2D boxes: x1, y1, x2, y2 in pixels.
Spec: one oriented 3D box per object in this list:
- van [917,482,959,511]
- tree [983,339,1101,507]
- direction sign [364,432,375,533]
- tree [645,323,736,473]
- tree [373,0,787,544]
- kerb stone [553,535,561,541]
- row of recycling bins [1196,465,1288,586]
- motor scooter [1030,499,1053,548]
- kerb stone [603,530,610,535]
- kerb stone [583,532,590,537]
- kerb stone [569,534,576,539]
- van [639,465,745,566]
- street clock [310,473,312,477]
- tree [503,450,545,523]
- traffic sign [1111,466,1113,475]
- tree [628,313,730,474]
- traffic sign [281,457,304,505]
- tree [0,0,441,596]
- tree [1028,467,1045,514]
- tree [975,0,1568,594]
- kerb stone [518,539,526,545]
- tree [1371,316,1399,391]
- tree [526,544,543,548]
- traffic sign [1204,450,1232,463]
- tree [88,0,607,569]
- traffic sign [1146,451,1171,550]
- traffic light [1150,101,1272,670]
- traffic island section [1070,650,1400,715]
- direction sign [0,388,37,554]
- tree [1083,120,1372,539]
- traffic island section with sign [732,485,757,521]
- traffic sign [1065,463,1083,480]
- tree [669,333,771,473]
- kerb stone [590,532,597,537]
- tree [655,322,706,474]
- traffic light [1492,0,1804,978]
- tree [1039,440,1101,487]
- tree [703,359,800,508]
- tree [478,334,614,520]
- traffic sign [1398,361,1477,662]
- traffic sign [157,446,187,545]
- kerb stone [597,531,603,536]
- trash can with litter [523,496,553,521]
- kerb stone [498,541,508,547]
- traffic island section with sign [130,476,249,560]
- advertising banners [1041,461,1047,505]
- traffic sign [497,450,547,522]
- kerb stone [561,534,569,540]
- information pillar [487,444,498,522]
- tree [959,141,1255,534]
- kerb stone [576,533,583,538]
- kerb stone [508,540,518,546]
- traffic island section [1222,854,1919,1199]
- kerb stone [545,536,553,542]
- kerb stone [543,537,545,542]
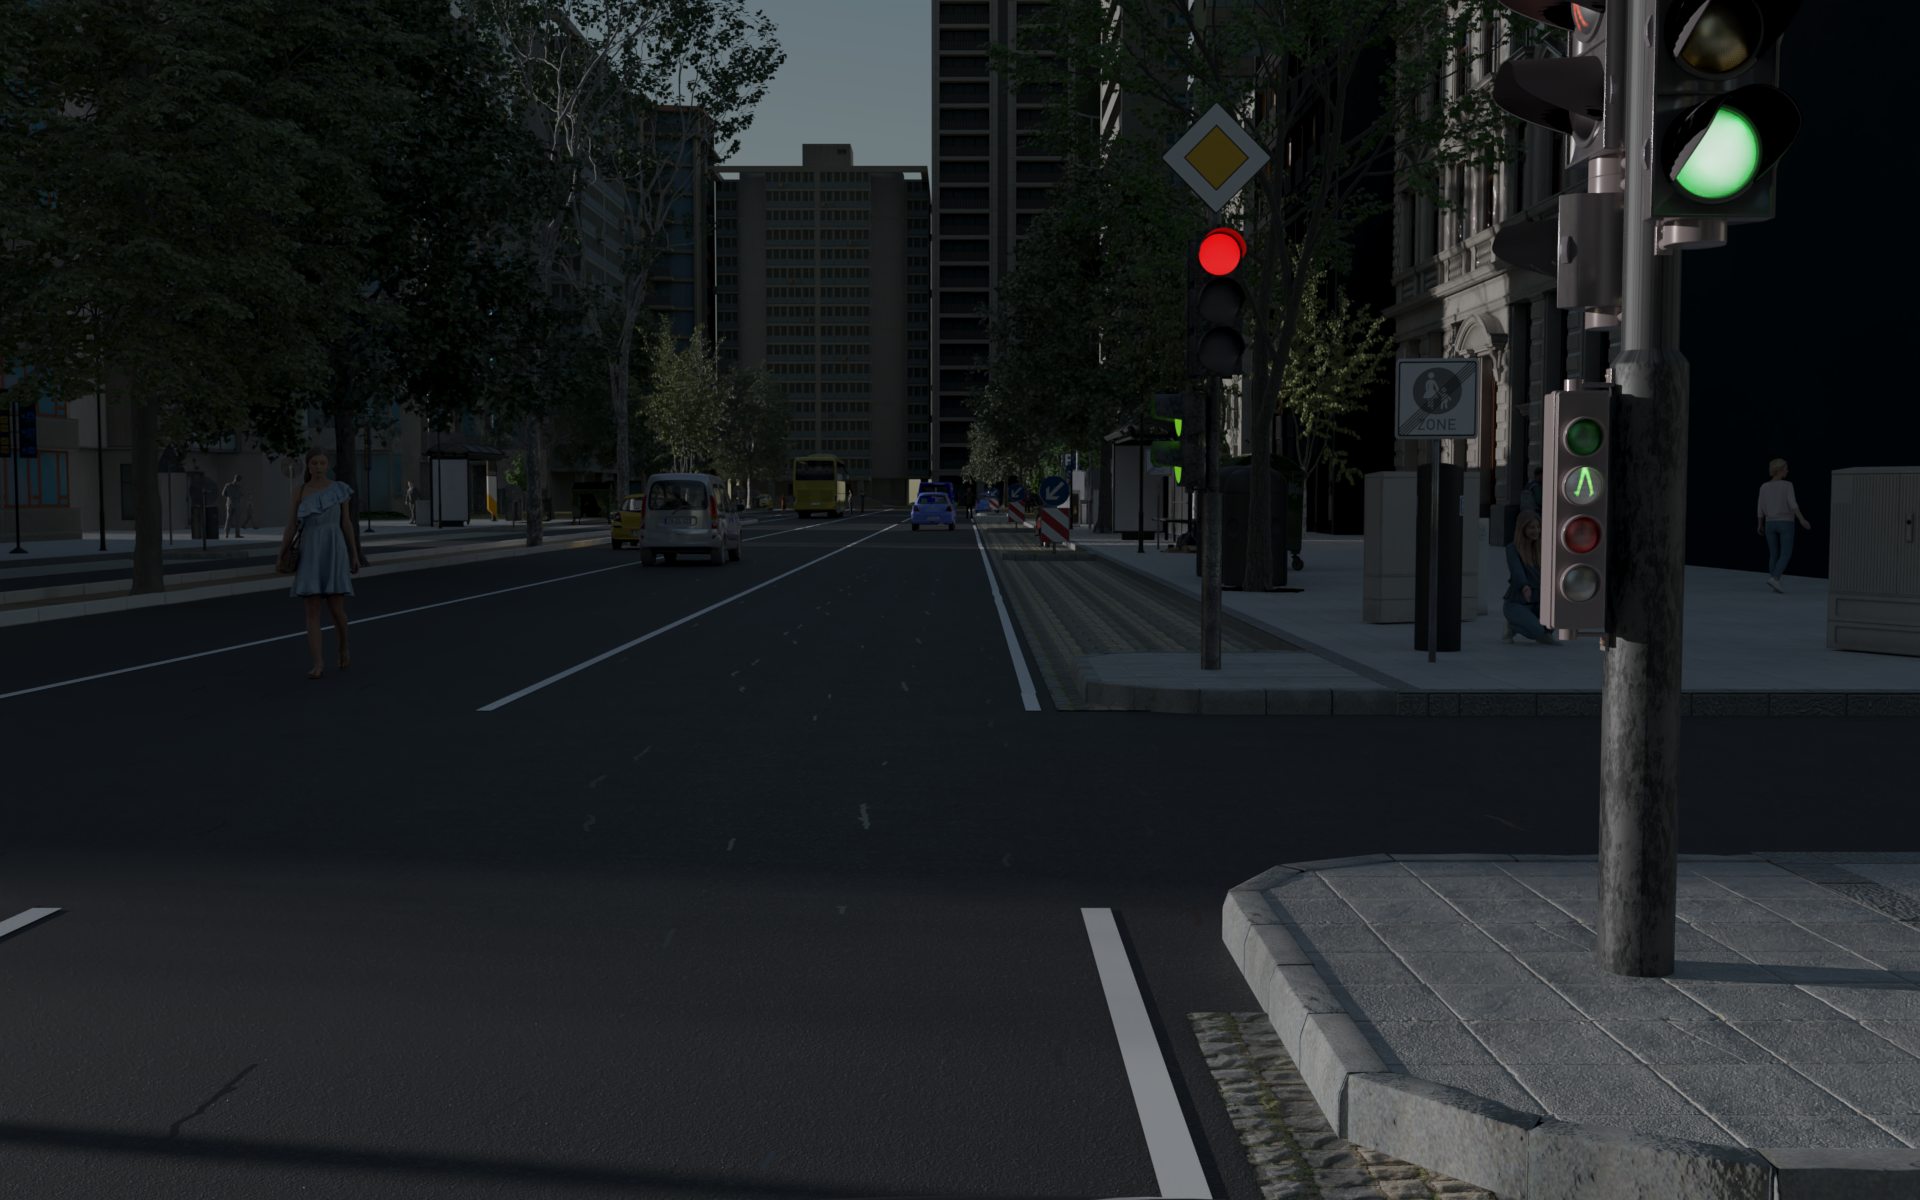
[{"bbox_3d":[-1.231,-5.347,91.808,2.240,2.365,5.245,0,4,1],"label":"van"},{"bbox_3d":[4.968,-9.902,96.302,7.601,10.594,8.767,1,4,17],"label":"tree"},{"bbox_3d":[-19.754,-4.026,57.822,0.379,3.537,0.876,0,4,-7],"label":"direction sign"},{"bbox_3d":[-11.613,-7.392,73.680,4.360,8.622,3.978,0,3,0],"label":"tree"},{"bbox_3d":[-12.507,-12.235,58.382,12.611,20.169,13.585,0,3,0],"label":"tree"},{"bbox_3d":[-12.400,-1.861,52.730,0.120,0.150,1.000,0,4,0],"label":"kerb stone"},{"bbox_3d":[4.083,-1.127,25.547,1.069,1.692,3.534,0,3,0],"label":"row of recycling bins"},{"bbox_3d":[2.293,-2.069,46.611,0.815,1.314,1.986,0,4,-1],"label":"motor scooter"},{"bbox_3d":[-12.379,-2.308,59.929,0.120,0.150,1.000,0,4,0],"label":"kerb stone"},{"bbox_3d":[-12.395,-2.119,56.843,0.120,0.150,1.000,0,4,0],"label":"kerb stone"},{"bbox_3d":[-12.403,-1.991,54.798,0.120,0.150,1.000,0,4,0],"label":"kerb stone"},{"bbox_3d":[-5.538,-1.770,35.949,2.013,2.044,4.112,0,3,0],"label":"van"},{"bbox_3d":[-21.574,-3.270,58.030,0.471,2.002,0.358,-1,4,-12],"label":"street clock"},{"bbox_3d":[-19.317,-4.984,76.096,1.663,3.219,1.824,0,3,0],"label":"tree"},{"bbox_3d":[6.100,-4.083,66.485,0.795,2.593,0.064,0,4,4],"label":"traffic sign"},{"bbox_3d":[-11.071,-7.076,68.516,4.737,8.622,4.395,0,3,0],"label":"tree"},{"bbox_3d":[-21.670,-3.431,56.197,0.768,2.556,0.104,0,4,5],"label":"traffic sign"},{"bbox_3d":[-10.998,-6.281,23.281,7.486,12.596,7.792,0,3,0],"label":"tree"},{"bbox_3d":[5.102,-7.273,113.508,1.663,3.219,1.824,0,3,0],"label":"tree"},{"bbox_3d":[4.110,-5.916,22.478,9.928,11.665,9.643,0,3,0],"label":"tree"},{"bbox_3d":[-12.419,-1.617,48.632,0.120,0.150,1.000,0,4,0],"label":"kerb stone"},{"bbox_3d":[9.780,-6.001,48.476,4.737,8.622,4.395,0,3,0],"label":"tree"},{"bbox_3d":[-12.375,-11.459,45.694,12.611,20.169,13.585,0,3,0],"label":"tree"},{"bbox_3d":[6.145,-2.556,41.531,0.795,2.593,0.064,0,4,2],"label":"traffic sign"},{"bbox_3d":[-11.394,-6.880,31.953,9.611,12.733,9.660,0,3,0],"label":"tree"},{"bbox_3d":[4.568,-2.307,39.853,0.606,2.300,0.079,1,4,10],"label":"traffic sign"},{"bbox_3d":[1.821,-1.447,12.583,0.839,4.253,0.868,0,4,0],"label":"traffic light"},{"bbox_3d":[1.861,0.586,12.697,2.009,0.180,2.903,0,4,0],"label":"traffic island section"},{"bbox_3d":[-20.365,-2.774,37.358,0.379,3.537,0.876,3,5,42],"label":"direction sign"},{"bbox_3d":[4.611,-5.061,33.106,4.737,8.622,4.395,0,3,0],"label":"tree"},{"bbox_3d":[-11.266,-4.856,87.526,2.006,1.907,1.989,0,4,0],"label":"traffic island section with sign"},{"bbox_3d":[4.634,-4.297,70.357,0.768,2.556,0.104,1,4,9],"label":"traffic sign"},{"bbox_3d":[-19.969,-13.600,132.725,12.009,13.543,11.850,0,3,0],"label":"tree"},{"bbox_3d":[-12.393,-2.182,57.865,0.120,0.150,1.000,0,4,0],"label":"kerb stone"},{"bbox_3d":[-19.559,-11.227,100.575,9.611,12.733,9.660,0,3,0],"label":"tree"},{"bbox_3d":[-0.290,-1.822,4.461,4.771,5.953,1.251,0,4,0],"label":"traffic light"},{"bbox_3d":[5.305,-5.955,81.081,4.285,4.588,4.351,0,3,0],"label":"tree"},{"bbox_3d":[-19.884,-15.674,162.922,9.857,13.997,8.962,0,3,0],"label":"tree"},{"bbox_3d":[-20.776,-9.327,86.902,7.601,10.594,8.767,2,4,27],"label":"tree"},{"bbox_3d":[3.600,-0.673,13.141,0.606,2.300,0.079,0,4,8],"label":"traffic sign"},{"bbox_3d":[-19.851,-2.661,43.517,0.884,2.594,0.081,0,4,6],"label":"traffic sign"},{"bbox_3d":[-12.381,-2.245,58.898,0.120,0.150,1.000,0,4,0],"label":"kerb stone"},{"bbox_3d":[-20.545,-4.399,82.981,2.233,1.210,1.678,-1,4,-22],"label":"trash can with litter"},{"bbox_3d":[-12.413,-1.487,46.577,0.120,0.150,1.000,0,4,0],"label":"kerb stone"},{"bbox_3d":[-16.997,-1.824,38.452,1.989,1.847,2.006,0,4,0],"label":"traffic island section with sign"},{"bbox_3d":[3.685,-4.852,75.517,0.090,3.025,2.074,0,4,8],"label":"advertising banners"},{"bbox_3d":[-20.115,-5.238,79.508,2.265,3.308,0.079,0,4,2],"label":"traffic sign"},{"bbox_3d":[-12.400,-1.931,53.761,0.120,0.150,1.000,0,4,0],"label":"kerb stone"},{"bbox_3d":[-21.861,-5.477,80.902,0.183,3.616,0.504,3,4,38],"label":"information pillar"},{"bbox_3d":[4.766,-8.513,56.190,9.611,12.733,9.660,0,3,0],"label":"tree"},{"bbox_3d":[-12.399,-2.048,55.821,0.120,0.150,1.000,0,4,0],"label":"kerb stone"},{"bbox_3d":[-12.416,-1.554,47.608,0.120,0.150,1.000,0,4,0],"label":"kerb stone"},{"bbox_3d":[1.842,1.075,4.712,2.009,0.180,2.903,0,4,0],"label":"traffic island section"},{"bbox_3d":[-12.399,-1.805,51.705,0.120,0.150,1.000,0,4,0],"label":"kerb stone"},{"bbox_3d":[-12.403,-1.740,50.677,0.120,0.150,1.000,0,4,0],"label":"kerb stone"}]
